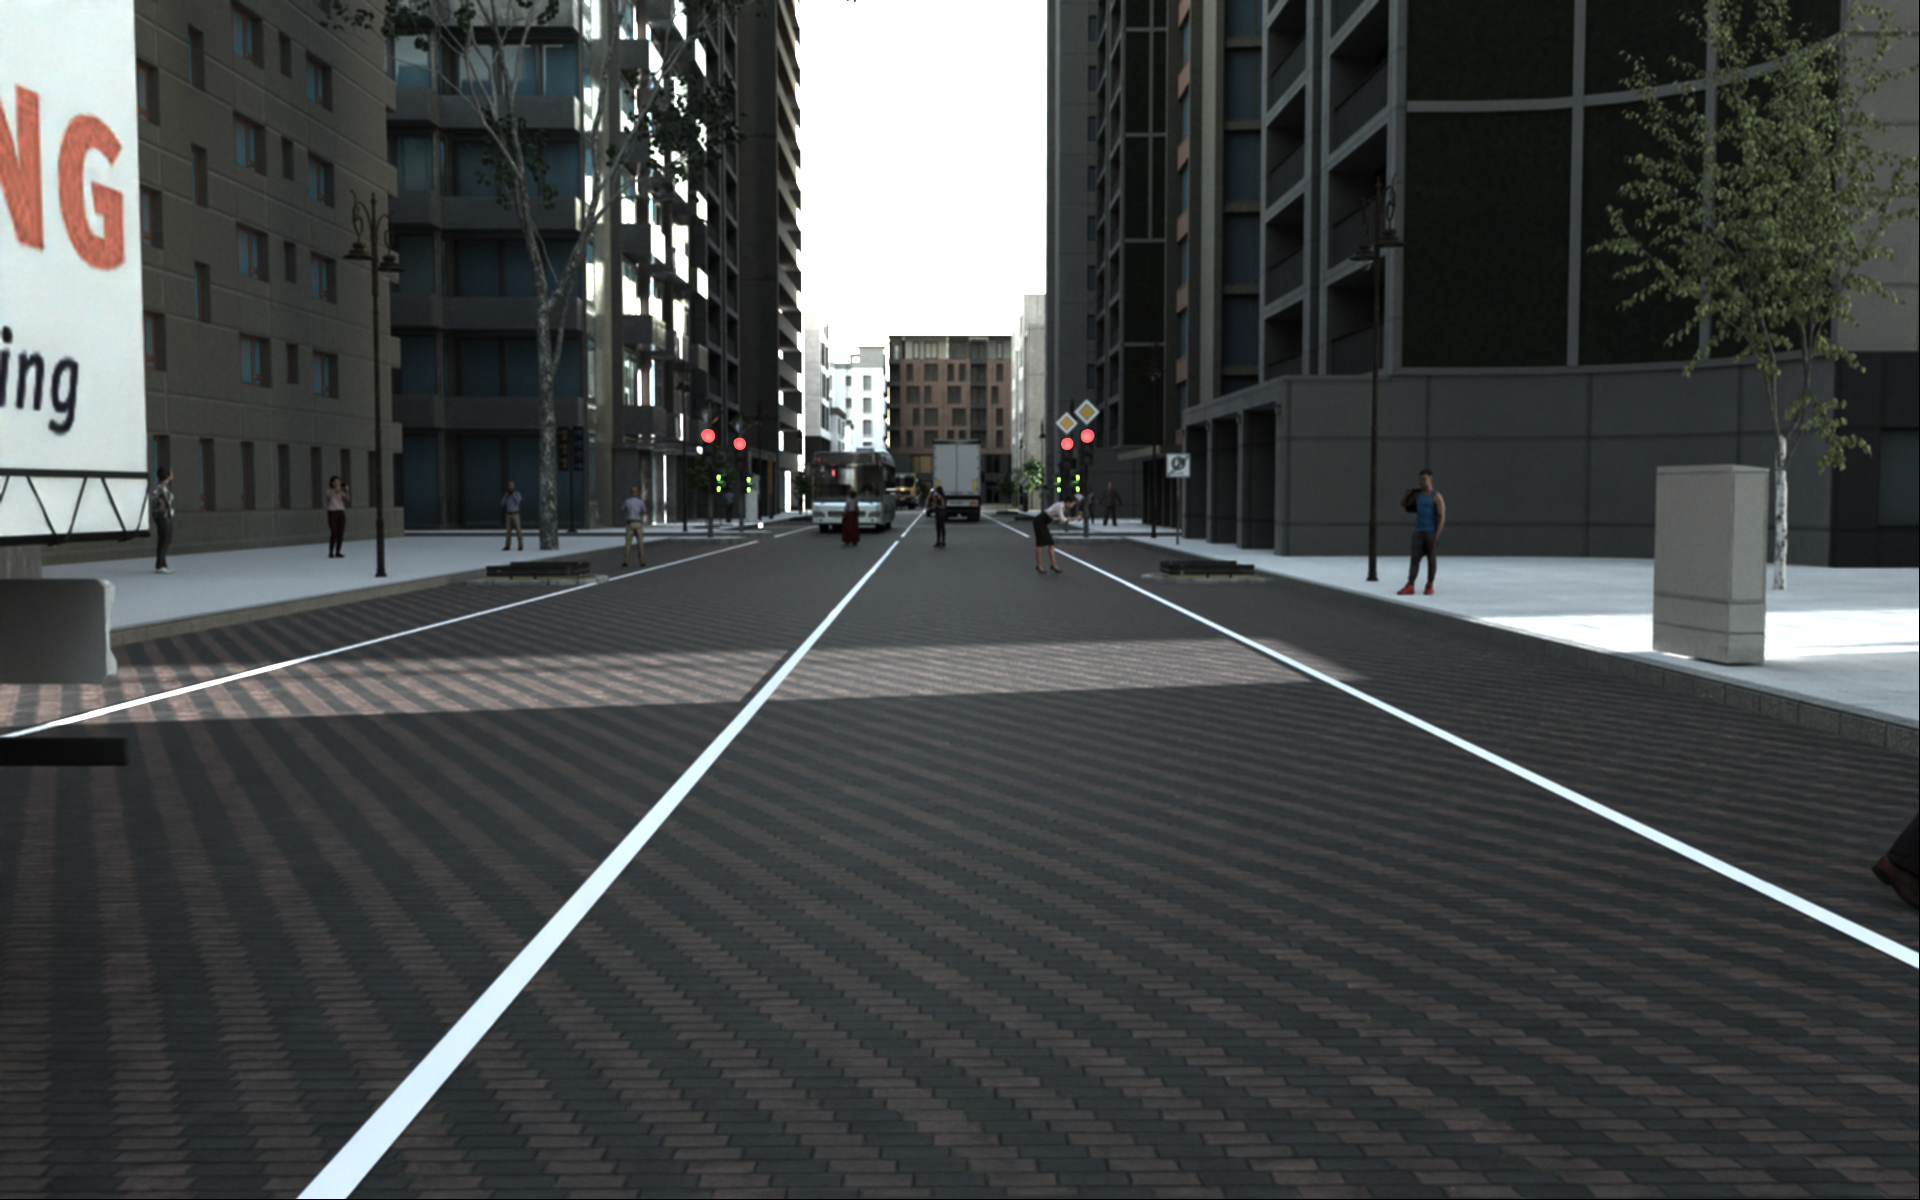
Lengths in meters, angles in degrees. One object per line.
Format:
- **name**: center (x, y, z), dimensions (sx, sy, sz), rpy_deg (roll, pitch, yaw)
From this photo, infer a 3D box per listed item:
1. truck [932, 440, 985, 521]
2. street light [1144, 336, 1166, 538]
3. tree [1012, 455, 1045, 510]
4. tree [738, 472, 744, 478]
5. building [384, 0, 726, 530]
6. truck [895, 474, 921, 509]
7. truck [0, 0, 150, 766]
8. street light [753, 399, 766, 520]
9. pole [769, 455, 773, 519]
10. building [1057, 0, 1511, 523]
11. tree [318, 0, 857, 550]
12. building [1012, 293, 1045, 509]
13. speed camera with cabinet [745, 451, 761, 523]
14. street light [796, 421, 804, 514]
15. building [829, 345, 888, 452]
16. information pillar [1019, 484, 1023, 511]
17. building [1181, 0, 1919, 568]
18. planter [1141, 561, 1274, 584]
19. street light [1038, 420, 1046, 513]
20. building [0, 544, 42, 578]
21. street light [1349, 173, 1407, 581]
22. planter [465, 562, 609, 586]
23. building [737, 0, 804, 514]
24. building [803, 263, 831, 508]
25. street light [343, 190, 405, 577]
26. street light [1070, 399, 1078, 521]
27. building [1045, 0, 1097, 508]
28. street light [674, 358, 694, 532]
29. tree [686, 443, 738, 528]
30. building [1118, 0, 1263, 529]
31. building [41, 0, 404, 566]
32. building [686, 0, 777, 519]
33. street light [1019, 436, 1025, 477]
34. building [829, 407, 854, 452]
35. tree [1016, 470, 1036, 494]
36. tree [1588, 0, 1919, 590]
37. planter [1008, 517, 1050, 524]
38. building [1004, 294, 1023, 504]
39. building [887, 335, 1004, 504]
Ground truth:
- **truck**: center (-0.087, -6.479, 94.846), dimensions (2.839, 4.237, 11.283), rpy_deg (0, 4, 1)
- **street light**: center (5.694, -4.767, 50.727), dimensions (0.468, 5.910, 1.993), rpy_deg (0, 4, -1)
- **tree**: center (5.982, -9.699, 142.289), dimensions (4.285, 4.588, 4.351), rpy_deg (0, 3, 0)
- **tree**: center (-9.819, -4.652, 70.658), dimensions (1.663, 3.219, 1.824), rpy_deg (0, 3, 0)
- **building**: center (-23.045, -27.760, 73.489), dimensions (23.786, 49.044, 30.456), rpy_deg (0, 4, -1)
- **truck**: center (-5.518, -10.367, 165.425), dimensions (3.469, 3.379, 9.791), rpy_deg (0, 4, -2)
- **truck**: center (-3.829, -0.694, 0.259), dimensions (2.839, 4.237, 11.283), rpy_deg (0, 4, -1)
- **street light**: center (-9.717, -6.804, 84.028), dimensions (0.468, 5.910, 1.993), rpy_deg (0, 4, -1)
- **pole**: center (-9.755, -5.843, 89.374), dimensions (0.158, 3.312, 0.155), rpy_deg (0, 3, 0)
- **building**: center (16.360, -40.110, 94.053), dimensions (20.563, 71.187, 20.611), rpy_deg (0, 4, -1)
- **tree**: center (-8.371, -11.157, 38.312), dimensions (12.611, 20.169, 13.585), rpy_deg (0, 3, 0)
- **building**: center (13.846, -18.027, 161.204), dimensions (16.747, 18.905, 31.486), rpy_deg (0, 4, -1)
- **speed camera with cabinet**: center (-9.403, -5.157, 78.649), dimensions (0.660, 3.252, 2.038), rpy_deg (0, 4, -3)
- **street light**: center (-10.040, -8.337, 109.097), dimensions (0.468, 5.910, 1.993), rpy_deg (0, 4, -1)
- **building**: center (-15.266, -22.656, 226.852), dimensions (11.380, 20.091, 16.016), rpy_deg (0, 4, -1)
- **information pillar**: center (4.673, -7.807, 132.128), dimensions (0.304, 2.012, 0.304), rpy_deg (0, 4, 6)
- **building**: center (16.778, -36.693, 38.177), dimensions (20.563, 71.187, 20.611), rpy_deg (0, 4, -1)
- **planter**: center (4.013, -0.455, 28.573), dimensions (1.991, 0.319, 1.994), rpy_deg (0, 4, -1)
- **street light**: center (5.127, -8.272, 108.042), dimensions (0.468, 5.910, 1.993), rpy_deg (0, 4, -1)
- **building**: center (-17.142, -14.661, 11.411), dimensions (14.160, 30.474, 14.107), rpy_deg (0, 4, -1)
- **street light**: center (6.090, -3.218, 25.400), dimensions (0.468, 5.910, 1.993), rpy_deg (0, 4, -1)
- **planter**: center (-6.778, -0.425, 28.086), dimensions (1.991, 0.319, 1.994), rpy_deg (0, 4, -1)
- **building**: center (-22.406, -30.365, 120.162), dimensions (21.300, 48.544, 21.600), rpy_deg (0, 4, -1)
- **building**: center (-26.236, -18.775, 150.941), dimensions (27.936, 21.610, 32.646), rpy_deg (0, 4, -1)
- **street light**: center (-8.992, -3.299, 26.719), dimensions (0.468, 5.910, 1.993), rpy_deg (0, 4, -1)
- **street light**: center (5.371, -6.749, 83.137), dimensions (0.468, 5.910, 1.993), rpy_deg (0, 4, -1)
- **building**: center (16.386, -35.301, 119.165), dimensions (21.231, 58.520, 28.212), rpy_deg (0, 4, -1)
- **street light**: center (-9.413, -5.281, 59.124), dimensions (0.468, 5.910, 1.993), rpy_deg (0, 4, -1)
- **tree**: center (-9.697, -4.321, 65.256), dimensions (1.663, 3.219, 1.824), rpy_deg (0, 3, 0)
- **building**: center (21.297, -25.423, 70.298), dimensions (28.867, 44.769, 22.147), rpy_deg (0, 4, -1)
- **building**: center (-30.901, -11.750, 37.151), dimensions (28.899, 21.520, 27.650), rpy_deg (0, 4, -1)
- **building**: center (-21.258, -40.371, 98.322), dimensions (20.563, 71.187, 20.611), rpy_deg (0, 4, -1)
- **street light**: center (4.779, -9.836, 133.613), dimensions (0.468, 5.910, 1.993), rpy_deg (0, 4, -1)
- **building**: center (-16.476, -14.653, 181.727), dimensions (9.099, 9.664, 28.070), rpy_deg (0, 4, -1)
- **tree**: center (5.187, -8.750, 137.671), dimensions (1.663, 3.219, 1.824), rpy_deg (0, 3, 0)
- **tree**: center (10.830, -4.440, 22.964), dimensions (4.737, 8.622, 4.395), rpy_deg (0, 3, 0)
- **planter**: center (3.343, -3.894, 84.812), dimensions (1.991, 0.319, 1.994), rpy_deg (0, 4, -1)
- **building**: center (19.791, -21.359, 193.199), dimensions (27.936, 21.610, 32.646), rpy_deg (0, 4, -1)
- **building**: center (6.909, -23.779, 232.757), dimensions (32.646, 21.610, 27.936), rpy_deg (0, 4, -1)
